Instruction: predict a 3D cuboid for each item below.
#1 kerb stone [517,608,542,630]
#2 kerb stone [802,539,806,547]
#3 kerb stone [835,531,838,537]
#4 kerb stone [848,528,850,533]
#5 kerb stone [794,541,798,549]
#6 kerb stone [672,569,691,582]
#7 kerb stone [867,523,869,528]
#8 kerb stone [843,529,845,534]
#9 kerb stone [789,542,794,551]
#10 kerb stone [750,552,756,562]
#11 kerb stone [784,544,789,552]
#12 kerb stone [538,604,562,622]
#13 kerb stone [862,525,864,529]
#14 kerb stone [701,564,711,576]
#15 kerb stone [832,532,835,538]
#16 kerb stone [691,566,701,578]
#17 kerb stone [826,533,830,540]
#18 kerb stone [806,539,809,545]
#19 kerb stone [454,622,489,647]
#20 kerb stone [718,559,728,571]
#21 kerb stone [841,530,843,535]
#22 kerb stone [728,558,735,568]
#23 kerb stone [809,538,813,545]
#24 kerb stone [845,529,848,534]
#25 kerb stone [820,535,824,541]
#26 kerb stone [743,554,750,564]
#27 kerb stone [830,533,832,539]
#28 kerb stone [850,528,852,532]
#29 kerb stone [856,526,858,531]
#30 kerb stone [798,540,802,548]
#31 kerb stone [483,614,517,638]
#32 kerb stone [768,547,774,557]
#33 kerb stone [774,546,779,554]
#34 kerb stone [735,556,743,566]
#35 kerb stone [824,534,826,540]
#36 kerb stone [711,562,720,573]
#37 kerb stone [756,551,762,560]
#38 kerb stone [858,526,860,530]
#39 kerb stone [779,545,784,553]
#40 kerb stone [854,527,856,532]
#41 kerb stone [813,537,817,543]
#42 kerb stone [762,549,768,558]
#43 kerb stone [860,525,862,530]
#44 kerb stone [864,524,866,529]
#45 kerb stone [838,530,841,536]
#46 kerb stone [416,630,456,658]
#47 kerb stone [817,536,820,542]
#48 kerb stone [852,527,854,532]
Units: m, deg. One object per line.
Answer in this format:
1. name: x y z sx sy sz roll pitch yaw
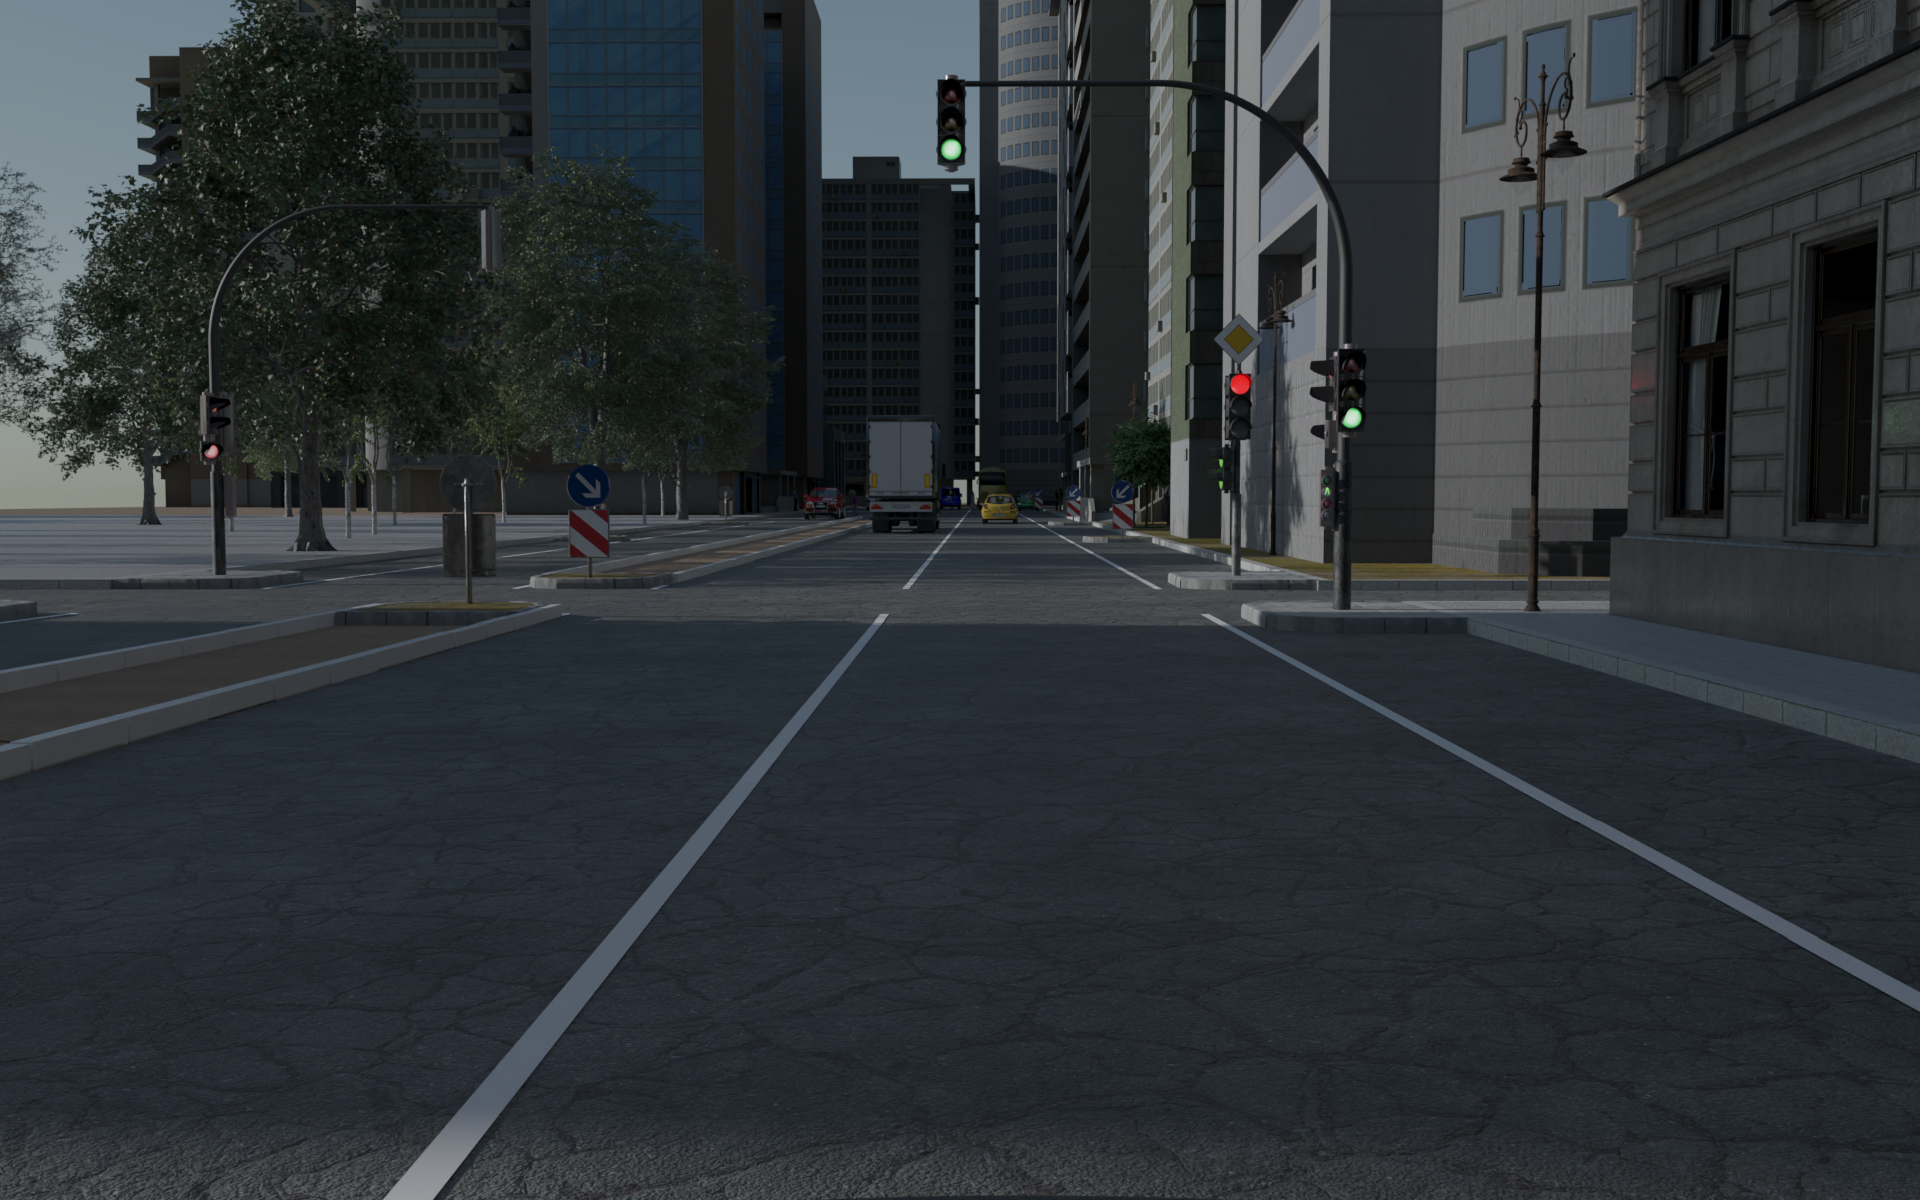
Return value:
1. kerb stone: -4.724 0.221 18.687 0.120 0.150 1.000 0 4 1
2. kerb stone: -4.348 -1.506 46.884 0.120 0.150 1.000 0 4 1
3. kerb stone: -4.213 -2.137 57.135 0.120 0.150 1.000 0 4 1
4. kerb stone: -4.147 -2.451 62.270 0.120 0.150 1.000 0 4 1
5. kerb stone: -4.379 -1.385 44.834 0.120 0.150 1.000 0 4 1
6. kerb stone: -4.600 -0.382 28.446 0.120 0.150 1.000 0 4 1
7. kerb stone: -4.011 -3.077 72.519 0.120 0.150 1.000 0 4 1
8. kerb stone: -4.177 -2.325 60.225 0.120 0.150 1.000 0 4 1
9. kerb stone: -4.389 -1.316 43.810 0.120 0.150 1.000 0 4 1
10. kerb stone: -4.486 -0.876 36.645 0.120 0.150 1.000 0 4 1
11. kerb stone: -4.410 -1.259 42.788 0.120 0.150 1.000 0 4 1
12. kerb stone: -4.714 0.155 19.709 0.120 0.150 1.000 0 4 1
13. kerb stone: -4.045 -2.890 69.442 0.120 0.150 1.000 0 4 1
14. kerb stone: -4.564 -0.504 30.497 0.120 0.150 1.000 0 4 1
15. kerb stone: -4.221 -2.074 56.107 0.120 0.150 1.000 0 4 1
16. kerb stone: -4.585 -0.443 29.469 0.120 0.150 1.000 0 4 1
17. kerb stone: -4.248 -1.949 54.060 0.120 0.150 1.000 0 4 1
18. kerb stone: -4.345 -1.569 47.906 0.120 0.150 1.000 0 4 1
19. kerb stone: -4.756 0.347 16.631 0.120 0.150 1.000 0 4 1
20. kerb stone: -4.541 -0.633 32.541 0.120 0.150 1.000 0 4 1
21. kerb stone: -4.190 -2.260 59.190 0.120 0.150 1.000 0 4 1
22. kerb stone: -4.533 -0.695 33.564 0.120 0.150 1.000 0 4 1
23. kerb stone: -4.320 -1.635 48.928 0.120 0.150 1.000 0 4 1
24. kerb stone: -4.160 -2.385 61.248 0.120 0.150 1.000 0 4 1
25. kerb stone: -4.279 -1.823 52.001 0.120 0.150 1.000 0 4 1
26. kerb stone: -4.502 -0.820 35.623 0.120 0.150 1.000 0 4 1
27. kerb stone: -4.251 -2.004 55.085 0.120 0.150 1.000 0 4 1
28. kerb stone: -4.131 -2.509 63.296 0.120 0.150 1.000 0 4 1
29. kerb stone: -4.094 -2.701 66.372 0.120 0.150 1.000 0 4 1
30. kerb stone: -4.368 -1.447 45.856 0.120 0.150 1.000 0 4 1
31. kerb stone: -4.738 0.278 17.655 0.120 0.150 1.000 0 4 1
32. kerb stone: -4.443 -1.071 39.711 0.120 0.150 1.000 0 4 1
33. kerb stone: -4.439 -1.129 40.740 0.120 0.150 1.000 0 4 1
34. kerb stone: -4.510 -0.750 34.598 0.120 0.150 1.000 0 4 1
35. kerb stone: -4.275 -1.886 53.024 0.120 0.150 1.000 0 4 1
36. kerb stone: -4.554 -0.566 31.520 0.120 0.150 1.000 0 4 1
37. kerb stone: -4.476 -0.946 37.667 0.120 0.150 1.000 0 4 1
38. kerb stone: -4.082 -2.765 67.396 0.120 0.150 1.000 0 4 1
39. kerb stone: -4.425 -1.197 41.762 0.120 0.150 1.000 0 4 1
40. kerb stone: -4.102 -2.639 65.350 0.120 0.150 1.000 0 4 1
41. kerb stone: -4.314 -1.691 49.951 0.120 0.150 1.000 0 4 1
42. kerb stone: -4.469 -1.009 38.689 0.120 0.150 1.000 0 4 1
43. kerb stone: -4.063 -2.827 68.418 0.120 0.150 1.000 0 4 1
44. kerb stone: -4.042 -2.953 70.472 0.120 0.150 1.000 0 4 1
45. kerb stone: -4.195 -2.200 58.162 0.120 0.150 1.000 0 4 1
46. kerb stone: -4.775 0.405 15.600 0.120 0.150 1.000 0 4 1
47. kerb stone: -4.296 -1.760 50.977 0.120 0.150 1.000 0 4 1
48. kerb stone: -4.117 -2.574 64.319 0.120 0.150 1.000 0 4 1
